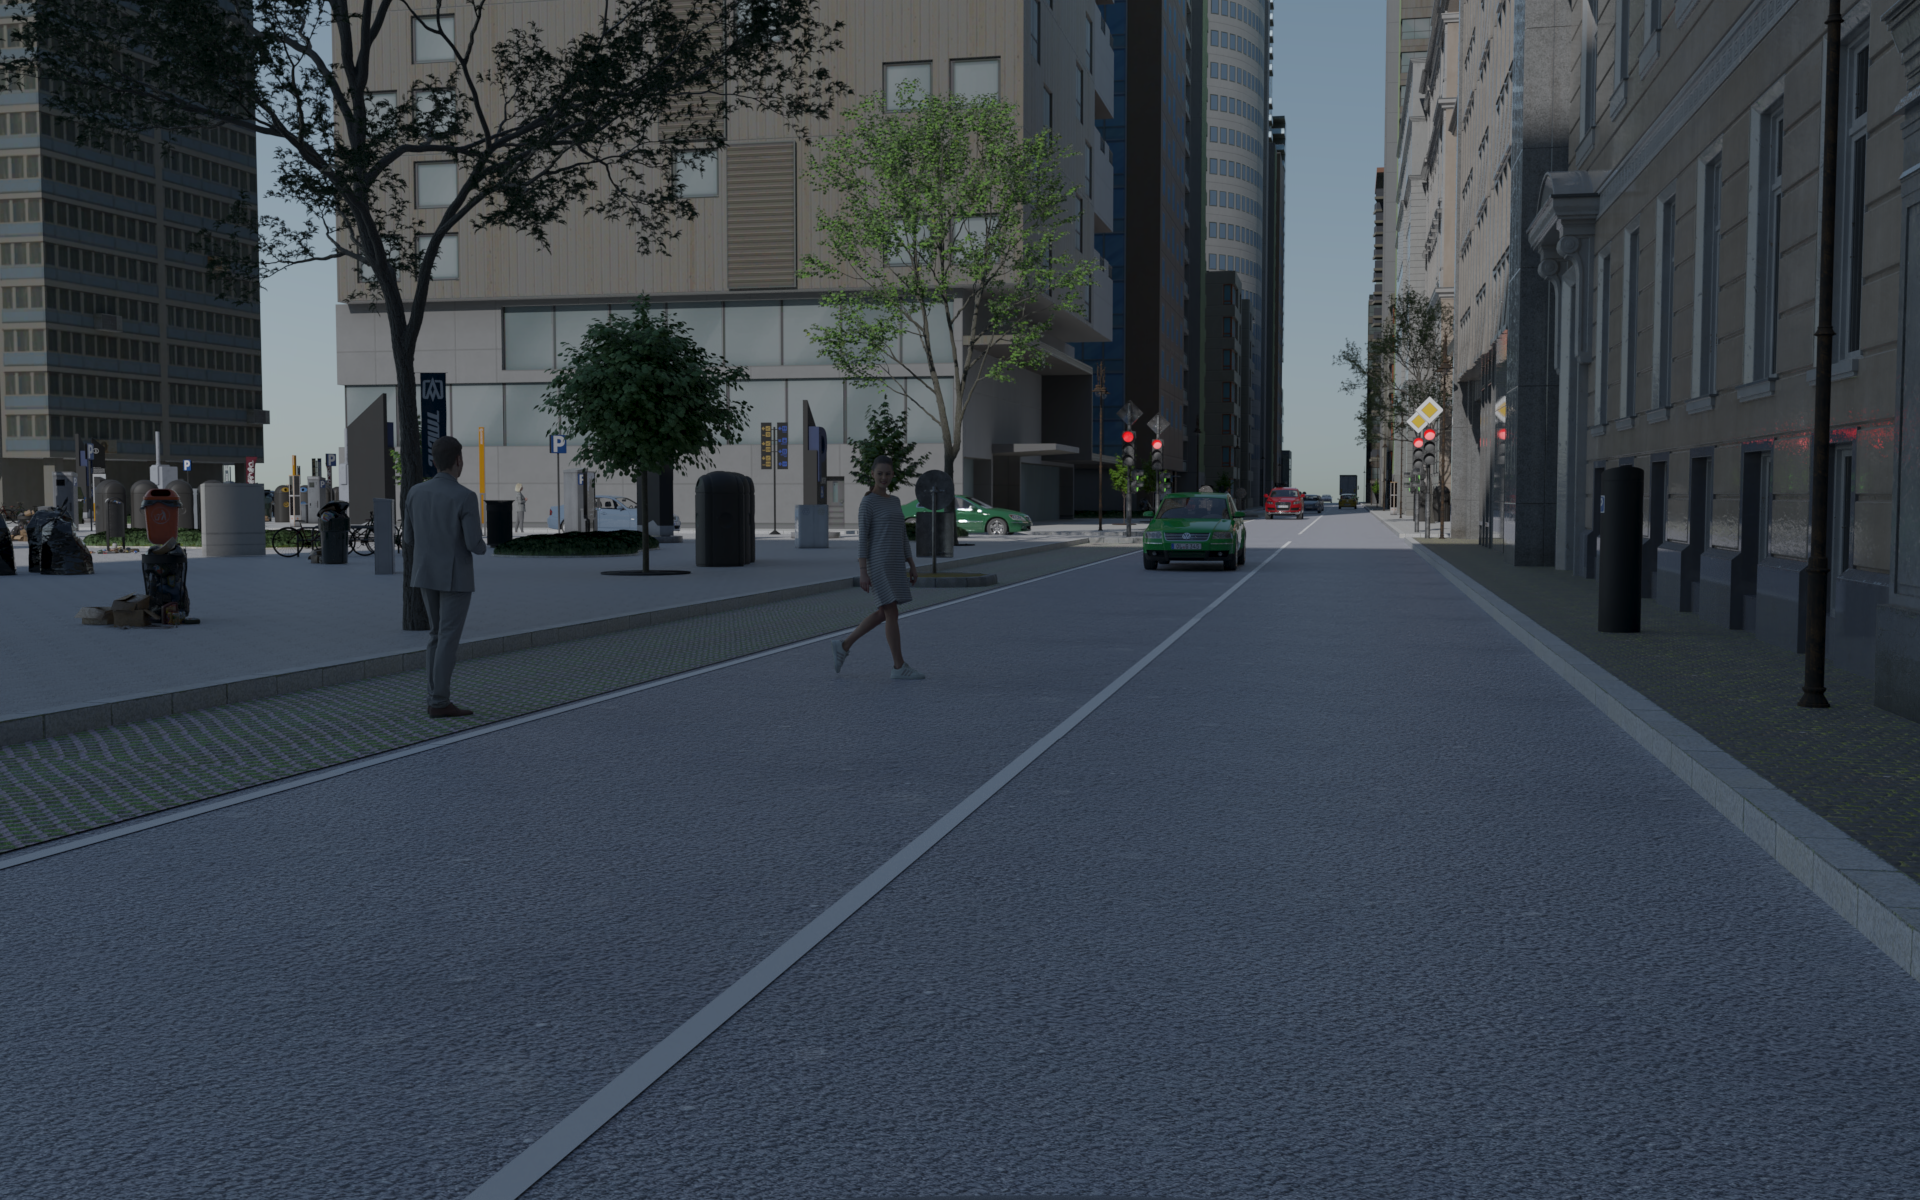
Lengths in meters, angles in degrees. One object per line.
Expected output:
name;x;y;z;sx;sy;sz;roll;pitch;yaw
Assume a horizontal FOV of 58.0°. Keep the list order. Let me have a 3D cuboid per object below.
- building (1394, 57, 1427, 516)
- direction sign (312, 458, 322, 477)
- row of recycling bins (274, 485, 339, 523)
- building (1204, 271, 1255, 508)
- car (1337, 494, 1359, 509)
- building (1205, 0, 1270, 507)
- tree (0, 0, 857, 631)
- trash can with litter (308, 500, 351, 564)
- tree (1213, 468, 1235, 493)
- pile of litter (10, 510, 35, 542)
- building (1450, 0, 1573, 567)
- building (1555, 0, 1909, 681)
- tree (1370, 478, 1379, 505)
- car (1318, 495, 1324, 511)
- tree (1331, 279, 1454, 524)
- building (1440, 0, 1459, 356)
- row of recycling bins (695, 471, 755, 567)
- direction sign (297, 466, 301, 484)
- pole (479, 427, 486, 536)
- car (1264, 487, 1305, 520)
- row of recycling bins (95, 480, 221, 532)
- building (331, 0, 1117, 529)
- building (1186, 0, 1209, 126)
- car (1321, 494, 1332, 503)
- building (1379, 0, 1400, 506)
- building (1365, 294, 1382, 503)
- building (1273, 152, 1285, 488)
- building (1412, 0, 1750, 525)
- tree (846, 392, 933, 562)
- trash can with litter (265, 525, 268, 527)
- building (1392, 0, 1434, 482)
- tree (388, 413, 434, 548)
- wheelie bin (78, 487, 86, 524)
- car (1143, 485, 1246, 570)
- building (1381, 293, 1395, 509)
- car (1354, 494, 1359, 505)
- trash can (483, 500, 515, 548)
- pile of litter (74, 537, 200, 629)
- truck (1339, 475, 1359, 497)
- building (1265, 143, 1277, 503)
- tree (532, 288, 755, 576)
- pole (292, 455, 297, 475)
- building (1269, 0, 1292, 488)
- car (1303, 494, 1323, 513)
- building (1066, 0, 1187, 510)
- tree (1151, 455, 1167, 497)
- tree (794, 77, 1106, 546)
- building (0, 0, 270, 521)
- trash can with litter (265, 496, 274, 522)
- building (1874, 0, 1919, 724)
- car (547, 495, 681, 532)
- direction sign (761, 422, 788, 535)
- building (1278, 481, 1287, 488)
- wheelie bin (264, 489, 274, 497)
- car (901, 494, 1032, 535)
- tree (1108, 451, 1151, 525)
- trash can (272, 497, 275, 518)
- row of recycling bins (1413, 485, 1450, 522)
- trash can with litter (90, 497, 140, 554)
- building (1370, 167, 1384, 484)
building;34.696;-20.590;114.140;11.434;29.767;29.804;1;4;13
direction sign;-40.585;-7.177;109.337;0.876;3.537;0.379;2;4;30
row of recycling bins;-29.189;-4.355;78.322;3.534;1.692;1.069;0;4;-5
building;10.909;-18.726;151.208;27.650;21.520;28.899;1;4;13
car;37.136;-9.518;165.842;2.015;1.641;3.980;1;4;14
building;20.214;-38.851;177.208;21.231;58.520;28.212;1;4;13
tree;-5.105;-5.015;16.403;8.767;10.594;7.601;0;4;0
trash can with litter;-11.666;-1.251;31.838;1.055;1.170;0.624;3;5;41
tree;19.369;-8.112;127.226;1.663;3.219;1.824;0;3;0
pile of litter;-25.529;-2.023;47.033;1.719;0.858;1.176;2;4;34
building;17.877;-13.478;38.382;12.078;24.808;19.932;1;4;13
building;14.338;-14.230;18.571;13.634;28.700;20.117;1;4;13
tree;51.183;-13.359;213.026;1.663;3.219;1.824;0;3;0
car;29.757;-8.199;146.423;2.083;1.381;4.827;1;4;15
tree;20.281;-8.620;75.357;7.601;10.594;8.767;3;4;37
building;27.033;-14.122;59.771;19.941;23.489;11.050;1;4;13
row of recycling bins;-4.313;-1.527;32.083;1.069;1.692;3.534;0;4;-4
direction sign;-52.764;-8.947;138.279;0.379;3.537;0.876;0;4;-6
pole;-14.543;-3.602;52.740;0.158;3.312;0.155;0;3;0
car;18.412;-5.474;98.172;2.281;1.827;5.304;1;4;13
row of recycling bins;-23.076;-2.633;50.170;3.534;1.692;1.069;-2;4;-31
building;-8.043;-29.719;75.138;28.713;52.752;27.495;1;4;13
building;10.004;-26.912;123.613;14.154;41.232;14.086;1;4;13
car;60.102;-16.619;284.079;2.083;1.381;4.827;1;4;12
building;56.735;-39.516;188.092;21.231;58.520;28.212;1;4;13
building;65.534;-29.154;248.366;14.160;30.474;14.107;1;4;13
building;34.283;-35.040;223.022;14.600;45.320;14.200;1;4;13
building;30.731;-18.552;89.224;13.634;28.700;20.117;1;4;13
tree;-1.313;-2.347;32.973;1.663;3.219;1.824;0;3;0
trash can with litter;-30.624;-3.811;73.369;2.233;1.210;1.678;2;4;27
building;42.259;-27.878;139.407;14.154;41.232;14.086;1;4;13
tree;-12.833;-2.869;41.512;1.663;3.219;1.824;0;3;0
wheelie bin;-37.791;-4.028;73.770;0.693;1.594;0.980;3;5;41
car;4.644;-1.542;34.011;1.959;1.807;4.718;1;4;12
building;53.630;-19.278;160.237;27.650;21.520;28.899;1;4;13
car;51.862;-13.331;229.763;2.131;1.459;4.920;1;4;14
trash can;-10.994;-1.817;41.360;0.748;1.137;0.748;0;3;0
pile of litter;-8.121;-0.193;17.122;1.176;0.858;1.719;-1;4;-15
truck;57.588;-16.374;256.623;2.839;4.237;11.283;1;4;14
building;28.508;-31.432;197.515;14.154;41.232;14.086;1;4;13
tree;-5.134;-2.695;27.778;4.285;4.588;4.351;0;3;0
pole;-34.910;-5.936;90.902;0.158;3.312;0.155;0;3;0
building;40.693;-58.471;268.673;22.319;86.520;31.000;1;4;13
car;26.360;-7.255;130.629;2.014;1.417;4.499;1;4;13
building;5.668;-27.627;101.809;14.600;45.320;14.200;1;4;13
tree;8.501;-5.116;78.241;1.663;3.219;1.824;0;3;0
tree;-0.221;-7.158;42.787;9.928;11.665;9.643;0;3;0
building;-52.465;-24.278;88.830;23.993;40.220;32.217;1;4;13
trash can with litter;-31.989;-4.194;79.966;0.624;1.170;1.055;-1;4;-19
building;8.162;-9.235;0.147;9.793;20.994;18.267;1;4;13
car;-11.693;-2.856;58.695;4.499;1.417;2.014;1;4;11
direction sign;-5.859;-3.838;54.745;0.876;3.537;0.379;1;4;10
building;29.690;-33.753;243.735;32.217;40.220;23.993;1;4;13
wheelie bin;-47.190;-6.720;117.786;0.980;1.594;0.693;-2;4;-27
car;-0.047;-2.784;57.314;4.920;1.459;2.131;1;4;11
tree;6.946;-4.719;71.753;1.663;3.219;1.824;0;3;0
trash can;-37.174;-5.065;94.470;0.748;1.137;0.748;0;3;0
row of recycling bins;22.755;-4.465;80.112;3.534;1.692;1.069;2;4;25
trash can with litter;-18.615;-1.613;37.433;1.678;1.210;2.233;1;4;12
building;65.044;-34.925;225.643;22.147;44.769;28.867;1;4;13
